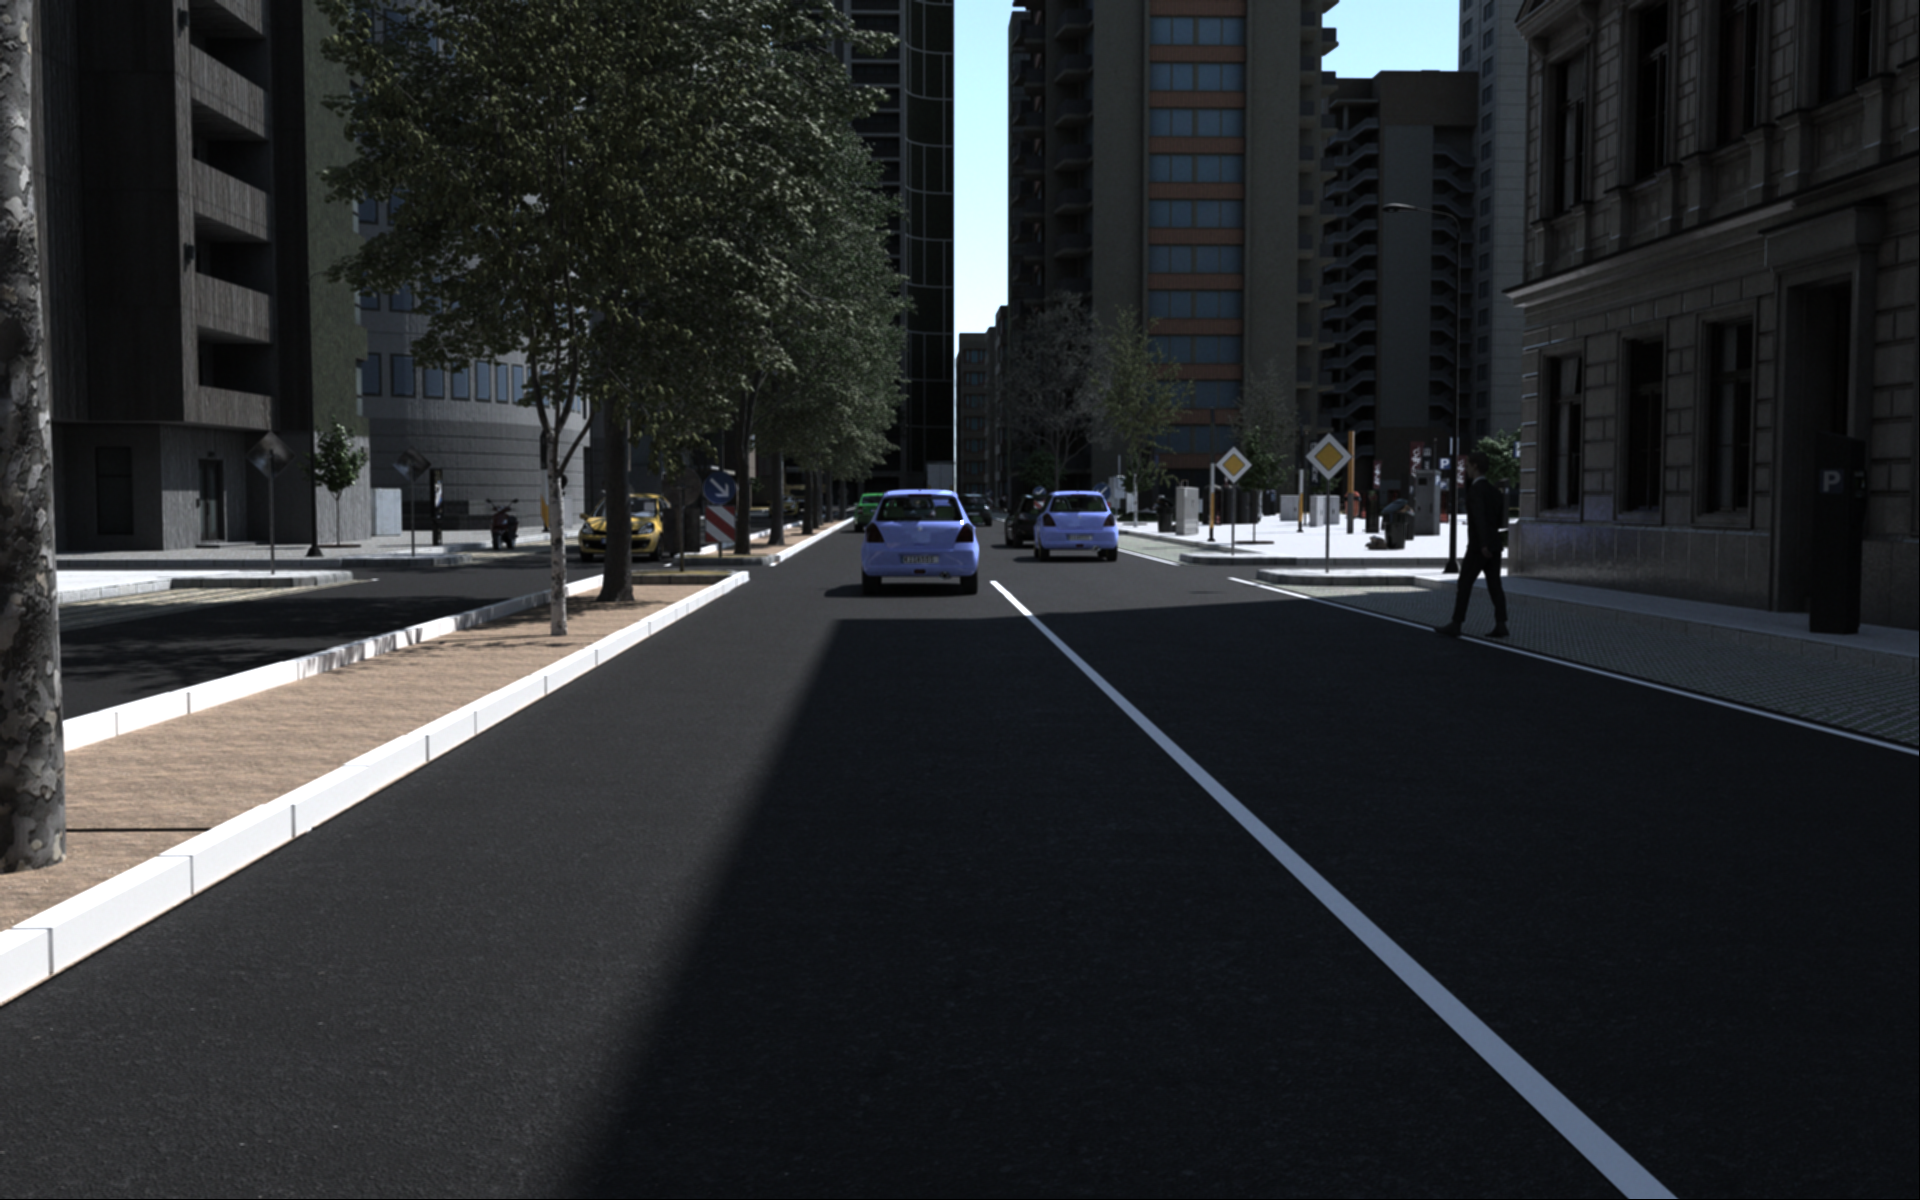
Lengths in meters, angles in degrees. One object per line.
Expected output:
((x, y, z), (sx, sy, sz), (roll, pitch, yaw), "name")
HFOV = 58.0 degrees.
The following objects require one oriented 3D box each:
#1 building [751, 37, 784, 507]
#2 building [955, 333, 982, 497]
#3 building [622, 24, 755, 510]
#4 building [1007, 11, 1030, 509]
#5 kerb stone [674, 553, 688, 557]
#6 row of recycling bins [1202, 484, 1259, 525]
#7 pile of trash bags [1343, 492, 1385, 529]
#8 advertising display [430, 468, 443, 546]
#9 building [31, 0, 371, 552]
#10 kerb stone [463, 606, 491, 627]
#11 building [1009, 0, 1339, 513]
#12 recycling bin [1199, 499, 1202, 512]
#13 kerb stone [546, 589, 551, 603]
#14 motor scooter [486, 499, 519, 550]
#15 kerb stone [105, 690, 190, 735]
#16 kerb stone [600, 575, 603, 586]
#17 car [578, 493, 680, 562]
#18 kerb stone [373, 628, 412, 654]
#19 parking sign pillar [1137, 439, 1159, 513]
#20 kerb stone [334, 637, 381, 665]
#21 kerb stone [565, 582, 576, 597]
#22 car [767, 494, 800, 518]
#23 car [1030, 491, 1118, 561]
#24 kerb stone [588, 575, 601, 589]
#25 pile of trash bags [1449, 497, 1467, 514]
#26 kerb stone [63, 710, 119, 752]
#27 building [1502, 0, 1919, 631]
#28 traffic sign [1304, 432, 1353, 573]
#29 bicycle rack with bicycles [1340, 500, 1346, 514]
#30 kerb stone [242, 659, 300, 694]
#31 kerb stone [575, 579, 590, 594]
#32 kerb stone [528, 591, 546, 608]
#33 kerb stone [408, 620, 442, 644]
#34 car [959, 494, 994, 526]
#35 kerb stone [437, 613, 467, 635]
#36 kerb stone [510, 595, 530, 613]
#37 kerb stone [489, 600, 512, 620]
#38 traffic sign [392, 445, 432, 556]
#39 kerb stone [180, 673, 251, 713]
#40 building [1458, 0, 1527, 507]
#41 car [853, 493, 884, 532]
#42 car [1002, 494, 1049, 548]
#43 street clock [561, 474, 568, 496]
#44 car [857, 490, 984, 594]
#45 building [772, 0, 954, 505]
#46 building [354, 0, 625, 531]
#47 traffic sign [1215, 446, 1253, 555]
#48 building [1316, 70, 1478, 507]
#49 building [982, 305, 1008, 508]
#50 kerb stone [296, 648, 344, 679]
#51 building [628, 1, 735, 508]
((-29.170, -33.714, 174.919), (21.600, 48.544, 21.300), (0, 4, -2), "building")
((14.307, -22.256, 208.921), (28.899, 21.520, 27.650), (0, 4, -2), "building")
((-24.731, -30.241, 144.545), (14.600, 45.320, 14.200), (0, 4, -2), "building")
((11.052, -28.593, 151.094), (14.154, 41.232, 14.086), (0, 4, -2), "building")
((-5.964, -0.895, 36.834), (0.120, 0.150, 1.000), (0, 4, -2), "kerb stone")
((11.663, -4.107, 74.267), (1.069, 1.692, 3.534), (3, 5, 44), "row of recycling bins")
((15.736, -3.271, 63.238), (3.447, 1.369, 1.912), (1, 4, 21), "pile of trash bags")
((-13.124, -2.338, 43.435), (0.123, 1.923, 0.974), (0, 4, -6), "advertising display")
((-23.433, -16.471, 40.995), (14.160, 30.474, 14.107), (0, 4, -2), "building")
((-5.327, 0.202, 18.892), (0.120, 0.150, 1.000), (0, 4, -2), "kerb stone")
((15.287, -29.019, 129.089), (22.147, 44.769, 28.867), (0, 4, -2), "building")
((12.645, -4.826, 91.451), (0.722, 1.027, 0.722), (3, 5, 41), "recycling bin")
((-5.462, -0.046, 22.997), (0.120, 0.150, 1.000), (0, 4, -2), "kerb stone")
((-11.716, -1.942, 44.526), (0.815, 1.314, 1.986), (0, 4, -1), "motor scooter")
((-5.046, 0.702, 10.711), (0.120, 0.150, 1.000), (0, 4, -2), "kerb stone")
((-5.617, -0.300, 27.101), (0.120, 0.150, 1.000), (0, 4, -2), "kerb stone")
((-7.210, -1.699, 38.002), (2.015, 1.641, 3.980), (0, 4, 0), "car")
((-5.229, 0.390, 15.827), (0.120, 0.150, 1.000), (0, 4, -2), "kerb stone")
((9.325, -5.973, 86.124), (1.447, 3.967, 1.447), (-2, 4, -33), "parking sign pillar")
((-5.187, 0.452, 14.804), (0.120, 0.150, 1.000), (0, 4, -2), "kerb stone")
((-5.510, -0.110, 24.022), (0.120, 0.150, 1.000), (0, 4, -2), "kerb stone")
((-10.659, -5.789, 104.879), (2.015, 1.641, 3.980), (0, 4, -3), "car")
((2.519, -1.753, 38.248), (1.945, 1.707, 3.694), (0, 4, 0), "car")
((-5.585, -0.237, 26.077), (0.120, 0.150, 1.000), (0, 4, -2), "kerb stone")
((31.982, -6.164, 110.535), (1.912, 1.369, 3.447), (3, 5, 40), "pile of trash bags")
((-5.006, 0.765, 9.683), (0.120, 0.150, 1.000), (0, 4, -2), "kerb stone")
((13.607, -9.362, 17.705), (10.561, 19.102, 19.286), (0, 4, -2), "building")
((5.975, -1.498, 28.139), (0.795, 2.450, 0.064), (0, 4, -2), "traffic sign")
((23.852, -5.911, 110.023), (2.925, 0.926, 2.852), (-3, 4, -39), "bicycle rack with bicycles")
((-5.114, 0.578, 12.754), (0.120, 0.150, 1.000), (0, 4, -2), "kerb stone")
((-5.547, -0.175, 25.056), (0.120, 0.150, 1.000), (0, 4, -2), "kerb stone")
((-5.443, 0.014, 21.974), (0.120, 0.150, 1.000), (0, 4, -2), "kerb stone")
((-5.258, 0.328, 16.849), (0.120, 0.150, 1.000), (0, 4, -2), "kerb stone")
((0.555, -4.203, 78.505), (2.009, 1.686, 4.222), (0, 4, -1), "car")
((-5.295, 0.265, 17.870), (0.120, 0.150, 1.000), (0, 4, -2), "kerb stone")
((-5.403, 0.076, 20.953), (0.120, 0.150, 1.000), (0, 4, -2), "kerb stone")
((-5.360, 0.139, 19.918), (0.120, 0.150, 1.000), (0, 4, -2), "kerb stone")
((-11.238, -1.951, 35.549), (0.795, 2.450, 0.064), (0, 4, -2), "traffic sign")
((-5.072, 0.640, 11.733), (0.120, 0.150, 1.000), (0, 4, -2), "kerb stone")
((61.734, -45.250, 178.091), (20.611, 71.187, 20.563), (0, 4, -2), "building")
((-3.117, -3.518, 66.309), (1.959, 1.807, 4.718), (0, 4, -2), "car")
((2.197, -2.300, 47.392), (2.009, 1.686, 4.222), (0, 4, -3), "car")
((-14.221, -3.492, 61.666), (0.471, 2.002, 0.358), (0, 4, 4), "street clock")
((-0.598, -1.010, 26.101), (1.945, 1.707, 3.694), (0, 4, -1), "car")
((-10.946, -46.764, 202.845), (20.611, 71.187, 20.563), (0, 4, -2), "building")
((-26.639, -32.334, 70.664), (21.231, 58.520, 28.212), (0, 4, -2), "building")
((5.696, -1.986, 36.119), (0.795, 2.450, 0.064), (0, 4, -2), "traffic sign")
((44.255, -32.452, 180.707), (14.200, 45.320, 14.600), (0, 4, -2), "building")
((16.989, -20.096, 173.608), (27.650, 21.520, 28.899), (0, 4, -2), "building")
((-5.148, 0.520, 13.783), (0.120, 0.150, 1.000), (0, 4, -2), "kerb stone")
((-30.841, -32.643, 122.947), (28.713, 52.752, 27.495), (0, 4, -2), "building")
